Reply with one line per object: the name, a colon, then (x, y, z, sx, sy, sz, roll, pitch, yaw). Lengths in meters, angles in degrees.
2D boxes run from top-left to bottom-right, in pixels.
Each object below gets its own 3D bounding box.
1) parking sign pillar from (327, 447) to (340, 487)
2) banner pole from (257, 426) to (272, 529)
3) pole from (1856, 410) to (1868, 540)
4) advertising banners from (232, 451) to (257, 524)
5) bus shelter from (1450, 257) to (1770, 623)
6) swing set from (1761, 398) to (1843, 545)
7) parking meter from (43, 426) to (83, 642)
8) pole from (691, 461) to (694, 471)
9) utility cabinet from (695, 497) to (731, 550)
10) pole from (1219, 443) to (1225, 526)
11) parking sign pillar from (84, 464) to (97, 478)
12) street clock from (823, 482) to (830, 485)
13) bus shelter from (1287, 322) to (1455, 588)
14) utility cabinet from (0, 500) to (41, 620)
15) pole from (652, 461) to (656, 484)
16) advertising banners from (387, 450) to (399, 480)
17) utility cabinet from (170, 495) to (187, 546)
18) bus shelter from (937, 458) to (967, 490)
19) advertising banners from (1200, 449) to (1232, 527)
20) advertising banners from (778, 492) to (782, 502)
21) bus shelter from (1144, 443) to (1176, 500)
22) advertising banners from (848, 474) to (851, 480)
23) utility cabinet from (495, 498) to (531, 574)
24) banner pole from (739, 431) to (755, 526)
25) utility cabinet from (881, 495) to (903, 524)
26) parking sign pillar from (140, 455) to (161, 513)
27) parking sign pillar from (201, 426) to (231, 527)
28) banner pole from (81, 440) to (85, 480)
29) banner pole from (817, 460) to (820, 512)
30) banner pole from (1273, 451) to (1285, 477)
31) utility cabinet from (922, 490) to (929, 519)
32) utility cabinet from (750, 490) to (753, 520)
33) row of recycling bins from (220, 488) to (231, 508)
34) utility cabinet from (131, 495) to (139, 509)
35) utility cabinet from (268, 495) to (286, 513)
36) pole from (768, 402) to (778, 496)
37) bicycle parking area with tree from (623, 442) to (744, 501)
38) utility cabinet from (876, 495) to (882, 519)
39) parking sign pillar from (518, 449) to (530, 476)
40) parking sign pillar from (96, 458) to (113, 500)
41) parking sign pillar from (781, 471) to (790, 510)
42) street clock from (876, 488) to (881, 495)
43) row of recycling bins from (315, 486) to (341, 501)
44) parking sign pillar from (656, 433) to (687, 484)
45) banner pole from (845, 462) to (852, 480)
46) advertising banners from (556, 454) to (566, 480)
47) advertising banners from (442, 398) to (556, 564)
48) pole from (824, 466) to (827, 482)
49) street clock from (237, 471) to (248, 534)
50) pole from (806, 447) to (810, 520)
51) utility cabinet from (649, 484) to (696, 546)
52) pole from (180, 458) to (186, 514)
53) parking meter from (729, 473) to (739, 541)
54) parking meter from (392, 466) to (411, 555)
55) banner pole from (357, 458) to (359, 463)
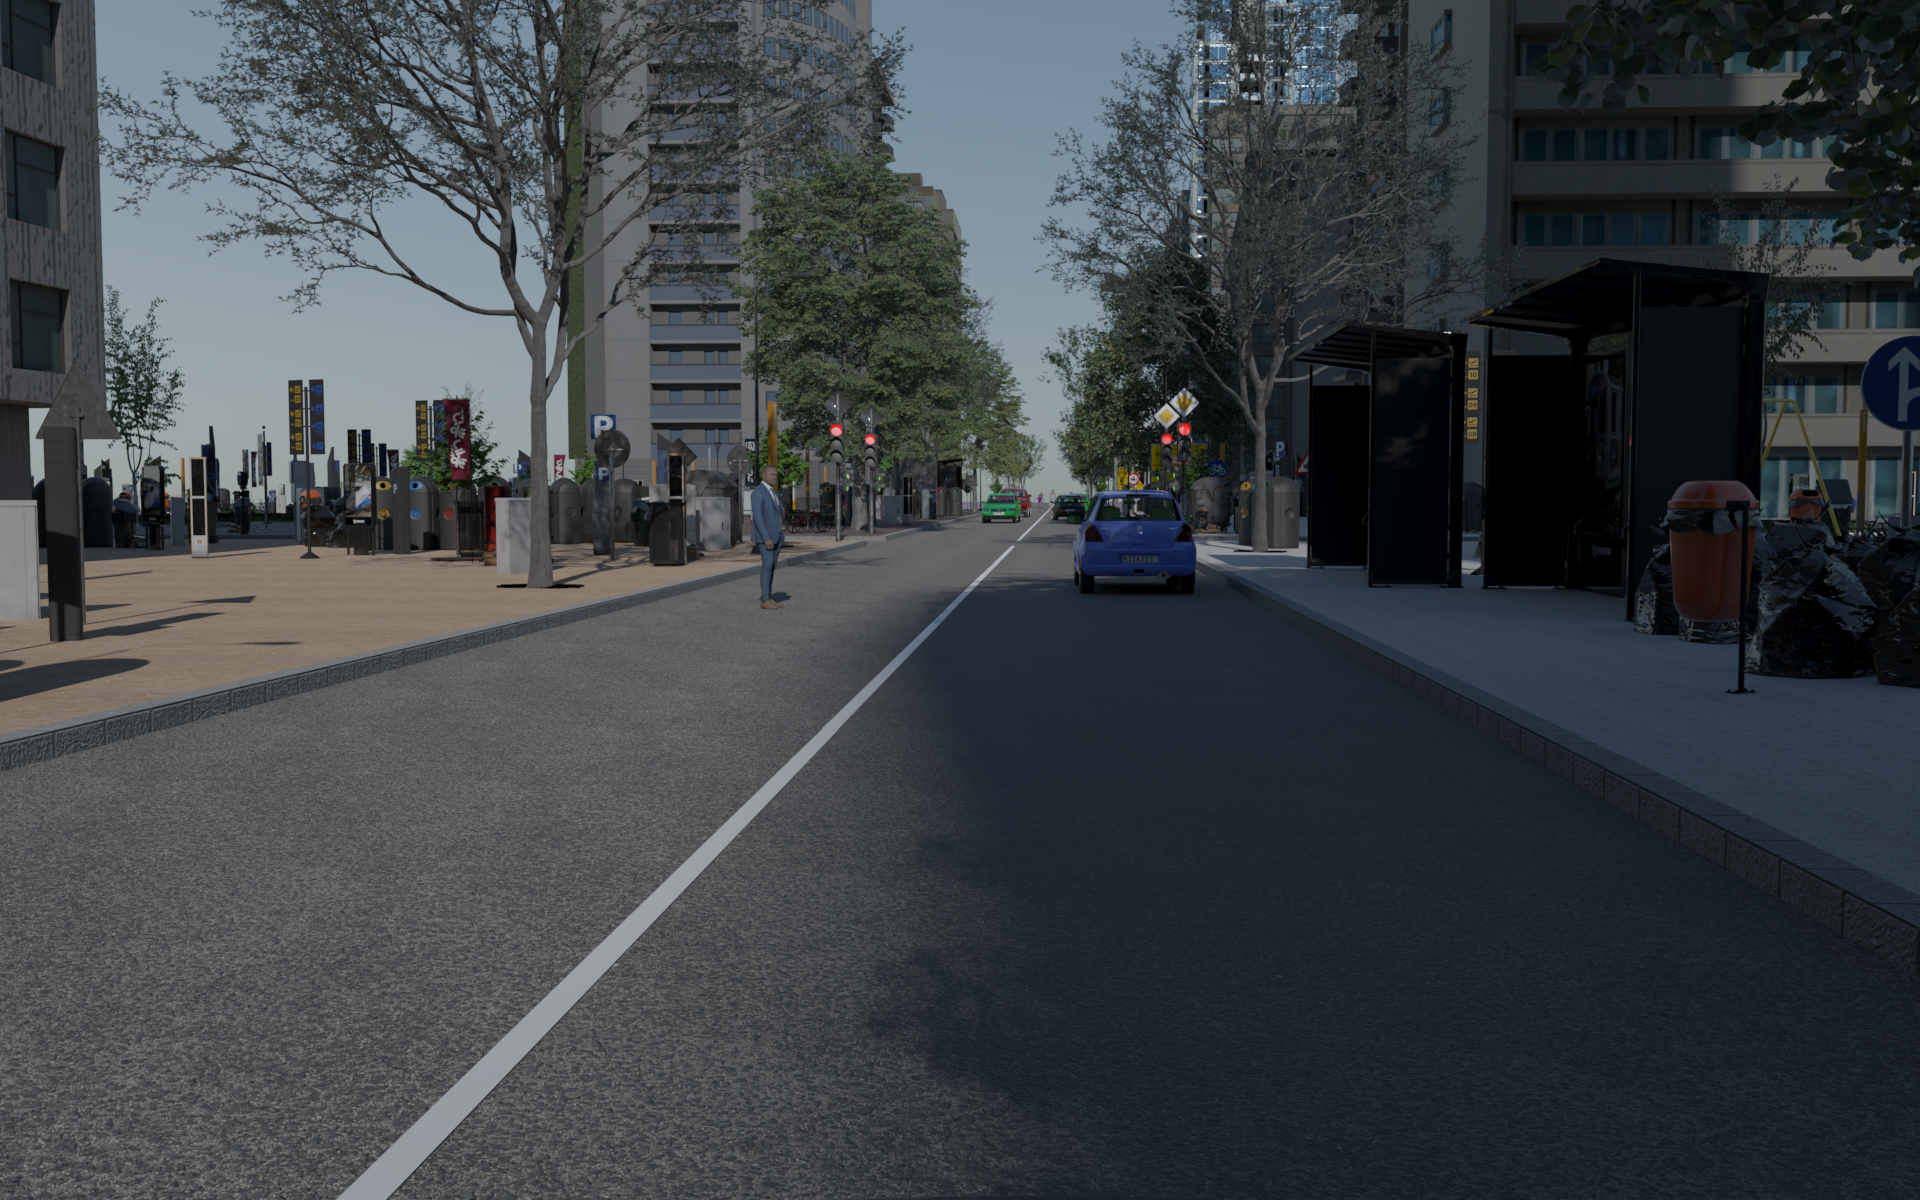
parking sign pillar: (-35.805, -6.759, 98.989, 1.447, 3.967, 1.447, -2, 4, -31)
banner pole: (-25.578, -4.496, 63.519, 0.401, 3.779, 0.863, -3, 5, -43)
pole: (21.873, -2.946, 42.009, 0.158, 3.312, 0.155, 0, 3, 0)
advertising banners: (-28.846, -4.511, 69.948, 0.090, 3.025, 2.074, 0, 4, 5)
bus shelter: (7.387, -1.773, 20.271, 1.731, 3.624, 6.357, 0, 4, 3)
swing set: (12.438, -1.870, 28.191, 3.119, 2.851, 2.862, -1, 4, -18)
parking meter: (-7.870, -0.581, 15.204, 0.255, 1.863, 0.399, -2, 4, -25)
pole: (-15.501, -6.520, 100.452, 0.158, 3.312, 0.155, 0, 3, 0)
utility cabinet: (-5.690, -1.755, 39.851, 0.306, 1.237, 1.020, 2, 4, 29)
pole: (10.578, -4.649, 69.862, 0.158, 3.312, 0.155, 0, 3, 0)
parking sign pillar: (-57.201, -7.562, 112.107, 1.447, 3.967, 1.447, 0, 4, 3)
street clock: (-7.973, -6.022, 103.030, 0.471, 2.002, 0.358, -3, 4, -36)
bus shelter: (6.302, -2.168, 26.732, 1.731, 3.624, 6.357, 0, 4, 3)
utility cabinet: (-9.946, -0.394, 17.603, 1.020, 1.237, 0.306, -2, 4, -31)
pole: (-18.864, -6.911, 106.838, 0.158, 3.312, 0.155, 0, 3, 0)
advertising banners: (-21.322, -4.352, 67.340, 2.074, 3.025, 0.090, 1, 4, 12)
utility cabinet: (-19.543, -1.964, 43.270, 0.306, 1.237, 1.020, -2, 4, -27)
bus shelter: (-0.551, -7.605, 115.617, 1.731, 3.624, 6.357, 0, 4, 4)
advertising banners: (10.022, -4.384, 67.872, 0.090, 3.025, 2.074, 3, 5, 44)
advertising banners: (-4.968, -3.081, 46.561, 0.090, 3.025, 2.074, -1, 4, -13)
bus shelter: (12.267, -7.689, 103.345, 2.179, 5.291, 8.768, 0, 4, 3)
advertising banners: (-8.068, -7.203, 113.963, 2.074, 3.025, 0.090, 1, 4, 20)
utility cabinet: (-7.124, -1.043, 28.217, 0.306, 1.237, 1.020, 1, 4, 23)
banner pole: (-8.468, -4.815, 68.742, 0.863, 3.779, 0.401, 1, 4, 15)
utility cabinet: (-2.761, -3.884, 74.661, 1.020, 1.237, 0.306, 2, 4, 24)
parking sign pillar: (-56.041, -8.044, 119.991, 1.447, 3.967, 1.447, 3, 5, 45)
parking sign pillar: (-29.353, -4.847, 67.727, 1.447, 3.967, 1.447, -2, 4, -26)
banner pole: (-29.474, -4.131, 57.556, 0.401, 3.779, 0.863, 2, 4, 34)
banner pole: (-10.168, -8.282, 125.422, 0.401, 3.779, 0.863, 0, 4, -5)
banner pole: (16.468, -6.066, 89.189, 0.863, 3.779, 0.401, 3, 5, 45)
utility cabinet: (-1.561, -4.908, 88.929, 0.318, 1.500, 1.173, -1, 4, -23)
utility cabinet: (-9.632, -4.604, 83.951, 0.318, 1.500, 1.173, 3, 5, 40)
row of recycling bins: (-51.022, -6.880, 119.598, 1.069, 1.692, 3.534, -2, 4, -31)
utility cabinet: (-59.598, -6.951, 124.812, 0.306, 1.237, 1.020, 0, 4, 4)
utility cabinet: (-43.712, -6.098, 110.869, 1.020, 1.237, 0.306, -1, 4, -12)
pole: (-4.142, -2.721, 38.325, 0.158, 3.312, 0.155, 0, 3, 0)
bicycle parking area with tree: (-16.051, -6.653, 95.783, 8.231, 4.147, 9.016, 1, 4, 10)
utility cabinet: (-4.206, -4.853, 90.511, 0.306, 1.237, 1.020, 0, 4, 8)
parking sign pillar: (-25.906, -7.093, 104.439, 1.447, 3.967, 1.447, -2, 4, -31)
parking sign pillar: (-64.978, -8.741, 131.393, 1.447, 3.967, 1.447, 1, 4, 11)
parking sign pillar: (-9.186, -6.014, 86.800, 1.447, 3.967, 1.447, -3, 4, -36)
street clock: (-4.952, -6.171, 105.462, 0.358, 2.002, 0.471, 1, 4, 20)
row of recycling bins: (-46.649, -7.278, 126.102, 3.534, 1.692, 1.069, 1, 4, 12)
parking sign pillar: (-12.721, -5.381, 76.456, 1.447, 3.967, 1.447, 0, 4, 2)
banner pole: (-7.402, -7.804, 117.606, 0.863, 3.779, 0.401, -1, 4, -23)
advertising banners: (-18.398, -4.899, 76.282, 2.074, 3.025, 0.090, -1, 4, -17)
advertising banners: (-8.418, -2.162, 31.539, 2.074, 3.025, 0.090, 1, 4, 9)
pole: (-9.889, -8.177, 127.539, 0.158, 3.312, 0.155, 0, 3, 0)
street clock: (-22.765, -3.085, 55.007, 0.358, 2.002, 0.471, -3, 4, -37)
pole: (-6.160, -4.662, 70.070, 0.158, 3.312, 0.155, 0, 3, 0)
utility cabinet: (-6.397, -1.829, 38.583, 1.173, 1.500, 0.318, 3, 4, 37)
pole: (-43.831, -6.354, 97.729, 0.158, 3.312, 0.155, 0, 3, 0)
parking meter: (-6.156, -2.539, 47.222, 0.255, 1.863, 0.399, 0, 4, 0)
parking meter: (-11.890, -1.905, 36.855, 0.255, 1.863, 0.399, -3, 5, -40)
banner pole: (-41.791, -8.006, 120.908, 0.401, 3.779, 0.863, 2, 4, 34)
